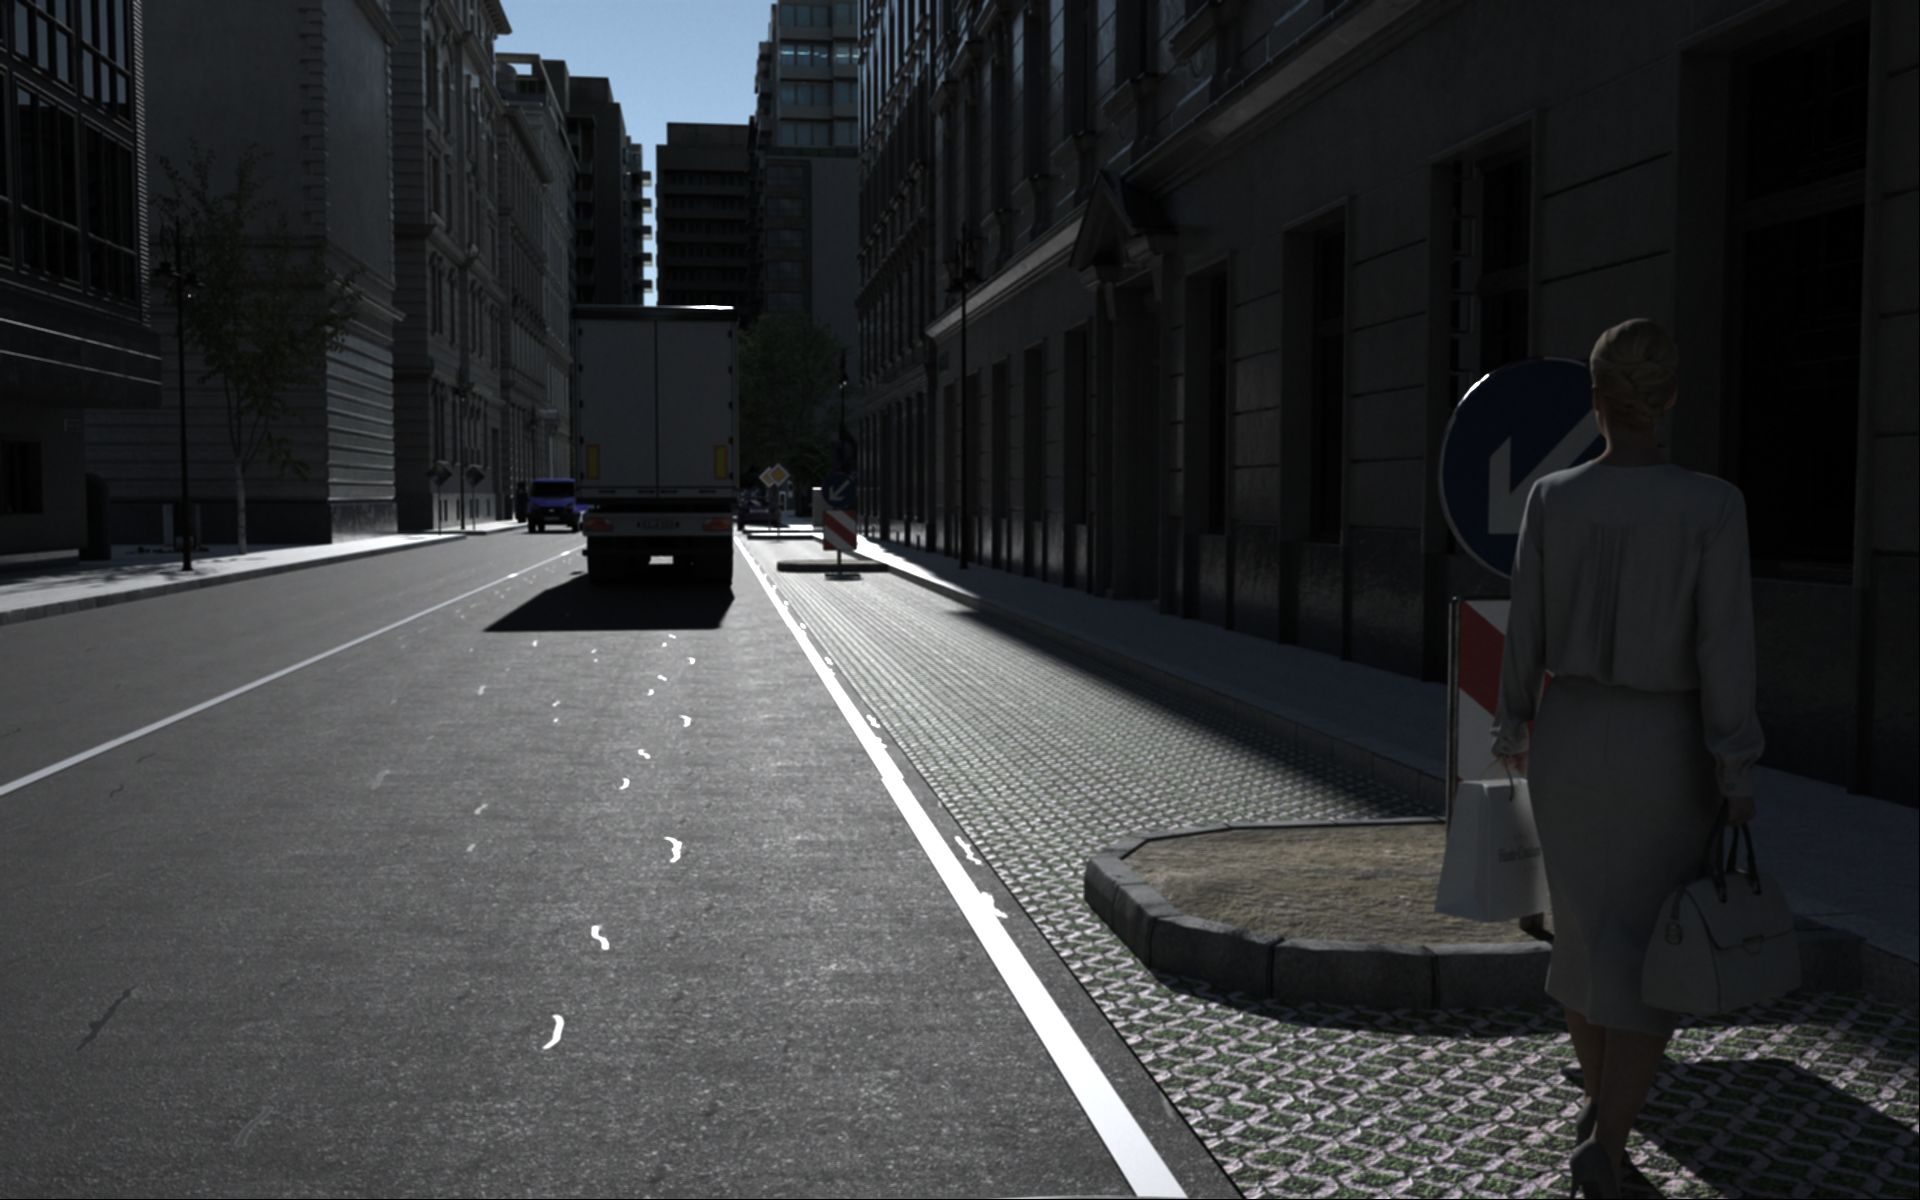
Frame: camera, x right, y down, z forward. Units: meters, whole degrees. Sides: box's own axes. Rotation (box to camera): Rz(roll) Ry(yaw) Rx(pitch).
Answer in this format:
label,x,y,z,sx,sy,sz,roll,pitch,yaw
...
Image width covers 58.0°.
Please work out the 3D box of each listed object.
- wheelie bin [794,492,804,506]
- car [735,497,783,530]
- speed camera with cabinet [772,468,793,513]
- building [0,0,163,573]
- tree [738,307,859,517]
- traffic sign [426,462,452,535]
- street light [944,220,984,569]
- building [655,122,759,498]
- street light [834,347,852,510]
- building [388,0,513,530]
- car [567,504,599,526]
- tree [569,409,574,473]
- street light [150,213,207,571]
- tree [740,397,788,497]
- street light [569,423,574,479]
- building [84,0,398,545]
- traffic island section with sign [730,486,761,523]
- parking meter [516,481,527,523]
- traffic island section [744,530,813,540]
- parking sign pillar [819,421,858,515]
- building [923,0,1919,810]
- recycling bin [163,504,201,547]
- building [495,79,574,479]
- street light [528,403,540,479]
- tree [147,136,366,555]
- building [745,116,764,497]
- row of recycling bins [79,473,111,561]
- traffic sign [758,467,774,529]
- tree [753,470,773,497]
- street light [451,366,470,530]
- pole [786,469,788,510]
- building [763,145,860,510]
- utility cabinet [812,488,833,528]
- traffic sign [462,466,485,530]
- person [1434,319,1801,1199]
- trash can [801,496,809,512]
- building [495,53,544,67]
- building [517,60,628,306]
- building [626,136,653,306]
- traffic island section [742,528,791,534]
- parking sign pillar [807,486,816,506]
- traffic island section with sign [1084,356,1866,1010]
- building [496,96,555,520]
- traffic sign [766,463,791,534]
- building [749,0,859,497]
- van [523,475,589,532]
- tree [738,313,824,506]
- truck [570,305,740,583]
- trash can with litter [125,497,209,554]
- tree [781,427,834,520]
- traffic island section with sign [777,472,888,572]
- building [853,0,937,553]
label,x,y,z,sx,sy,sz,roll,pitch,yaw
wheelie bin,-11.588,-7.142,124.679,0.693,1.594,0.980,-1,4,-12
car,-8.103,-3.505,69.879,1.945,1.354,3.894,0,4,-7
speed camera with cabinet,-11.912,-7.449,116.134,0.660,3.252,2.038,1,4,20
building,-19.559,-13.738,18.130,14.314,27.812,24.014,-1,4,-8
tree,-9.255,-10.493,97.313,9.928,11.665,9.643,0,3,0
traffic sign,-16.119,-3.057,53.623,0.795,2.450,0.064,-1,4,-8
street light,0.065,-3.471,29.544,0.468,5.910,1.993,-1,4,-8
building,-29.230,-37.101,230.305,21.600,48.544,21.300,-1,4,-8
street light,-3.692,-5.003,54.583,0.468,5.910,1.993,-1,4,-8
building,-26.634,-17.365,71.310,14.401,28.519,23.554,-1,4,-8
car,-16.770,-4.186,78.224,2.009,1.686,4.222,0,4,-7
tree,-28.944,-11.171,133.009,4.360,8.622,3.978,0,3,0
street light,-12.959,-3.430,28.865,0.468,5.910,1.993,-1,4,-8
tree,-14.140,-10.802,126.982,4.737,8.622,4.395,0,3,0
street light,-25.164,-8.537,112.368,0.468,5.910,1.993,-1,4,-8
building,-25.945,-13.347,47.101,19.941,23.489,11.050,-1,4,-8
traffic island section with sign,-10.476,-4.820,87.433,1.989,1.847,2.006,-1,4,-8
parking meter,-19.569,-4.378,77.285,0.399,1.863,0.255,0,4,-2
traffic island section,-5.759,-2.013,55.191,2.009,0.180,2.903,-1,4,-8
parking sign pillar,-4.174,-4.589,63.508,1.447,3.967,1.447,-2,4,-33
building,10.383,-14.669,16.250,17.030,29.872,44.131,-1,4,-8
recycling bin,-19.067,-1.829,42.457,0.722,1.027,0.722,-1,4,-13
building,-32.608,-20.006,113.009,13.634,28.700,20.117,-1,4,-8
street light,-21.558,-7.029,87.713,0.468,5.910,1.993,-1,4,-8
tree,-14.947,-5.255,36.274,4.737,8.622,4.395,0,3,0
building,-13.389,-33.347,199.851,22.147,44.769,28.867,-1,4,-8
row of recycling bins,-18.284,-1.633,33.811,3.534,1.692,1.069,1,4,9
traffic sign,-6.938,-3.631,63.012,0.795,2.450,0.064,-1,4,-8
tree,-15.825,-8.833,139.027,1.663,3.219,1.824,0,3,0
street light,-17.949,-5.479,62.361,0.468,5.910,1.993,-1,4,-8
pole,-13.837,-8.847,138.487,0.158,3.312,0.155,0,3,0
building,-9.703,-23.003,147.797,14.160,30.474,14.107,-1,4,-8
utility cabinet,-4.947,-3.452,65.115,1.173,1.500,0.318,-1,4,-15
traffic sign,-17.276,-3.540,61.525,0.795,2.450,0.064,-1,4,-8
person,1.293,0.328,3.495,0.624,1.780,0.694,-3,4,-39
trash can,-10.042,-6.095,111.299,0.748,1.137,0.748,0,3,0
building,-46.777,-27.776,146.014,32.217,40.220,23.993,-1,4,-8
building,-49.111,-35.119,197.901,21.600,48.544,21.300,-1,4,-8
building,-55.743,-37.184,227.558,30.456,49.044,23.786,-1,4,-8
traffic island section,-6.916,-2.496,63.092,2.009,0.180,2.903,-1,4,-8
parking sign pillar,-11.248,-8.963,135.024,1.447,3.967,1.447,1,4,21
traffic island section with sign,1.481,0.176,5.755,1.989,1.847,2.006,-1,4,-8
building,-28.254,-16.191,93.600,11.050,23.489,19.941,-1,4,-8
traffic sign,-5.781,-3.148,55.111,0.795,2.450,0.064,-1,4,-8
building,-8.716,-33.693,170.482,23.786,49.044,30.456,-1,4,-8
van,-15.499,-3.815,66.752,2.240,2.365,5.245,0,4,-8
tree,-11.982,-11.654,108.668,7.486,12.596,7.792,0,3,0
truck,-5.380,-2.600,31.417,2.839,4.237,11.283,-1,4,-9
trash can with litter,-17.446,-1.650,38.027,1.678,1.210,2.233,2,4,31
tree,-7.040,-6.181,84.769,4.285,4.588,4.351,0,3,0
traffic island section with sign,-2.420,-1.456,32.428,1.989,1.847,2.006,-1,4,-8
building,2.599,-12.092,46.857,9.793,20.994,18.267,-1,4,-8
